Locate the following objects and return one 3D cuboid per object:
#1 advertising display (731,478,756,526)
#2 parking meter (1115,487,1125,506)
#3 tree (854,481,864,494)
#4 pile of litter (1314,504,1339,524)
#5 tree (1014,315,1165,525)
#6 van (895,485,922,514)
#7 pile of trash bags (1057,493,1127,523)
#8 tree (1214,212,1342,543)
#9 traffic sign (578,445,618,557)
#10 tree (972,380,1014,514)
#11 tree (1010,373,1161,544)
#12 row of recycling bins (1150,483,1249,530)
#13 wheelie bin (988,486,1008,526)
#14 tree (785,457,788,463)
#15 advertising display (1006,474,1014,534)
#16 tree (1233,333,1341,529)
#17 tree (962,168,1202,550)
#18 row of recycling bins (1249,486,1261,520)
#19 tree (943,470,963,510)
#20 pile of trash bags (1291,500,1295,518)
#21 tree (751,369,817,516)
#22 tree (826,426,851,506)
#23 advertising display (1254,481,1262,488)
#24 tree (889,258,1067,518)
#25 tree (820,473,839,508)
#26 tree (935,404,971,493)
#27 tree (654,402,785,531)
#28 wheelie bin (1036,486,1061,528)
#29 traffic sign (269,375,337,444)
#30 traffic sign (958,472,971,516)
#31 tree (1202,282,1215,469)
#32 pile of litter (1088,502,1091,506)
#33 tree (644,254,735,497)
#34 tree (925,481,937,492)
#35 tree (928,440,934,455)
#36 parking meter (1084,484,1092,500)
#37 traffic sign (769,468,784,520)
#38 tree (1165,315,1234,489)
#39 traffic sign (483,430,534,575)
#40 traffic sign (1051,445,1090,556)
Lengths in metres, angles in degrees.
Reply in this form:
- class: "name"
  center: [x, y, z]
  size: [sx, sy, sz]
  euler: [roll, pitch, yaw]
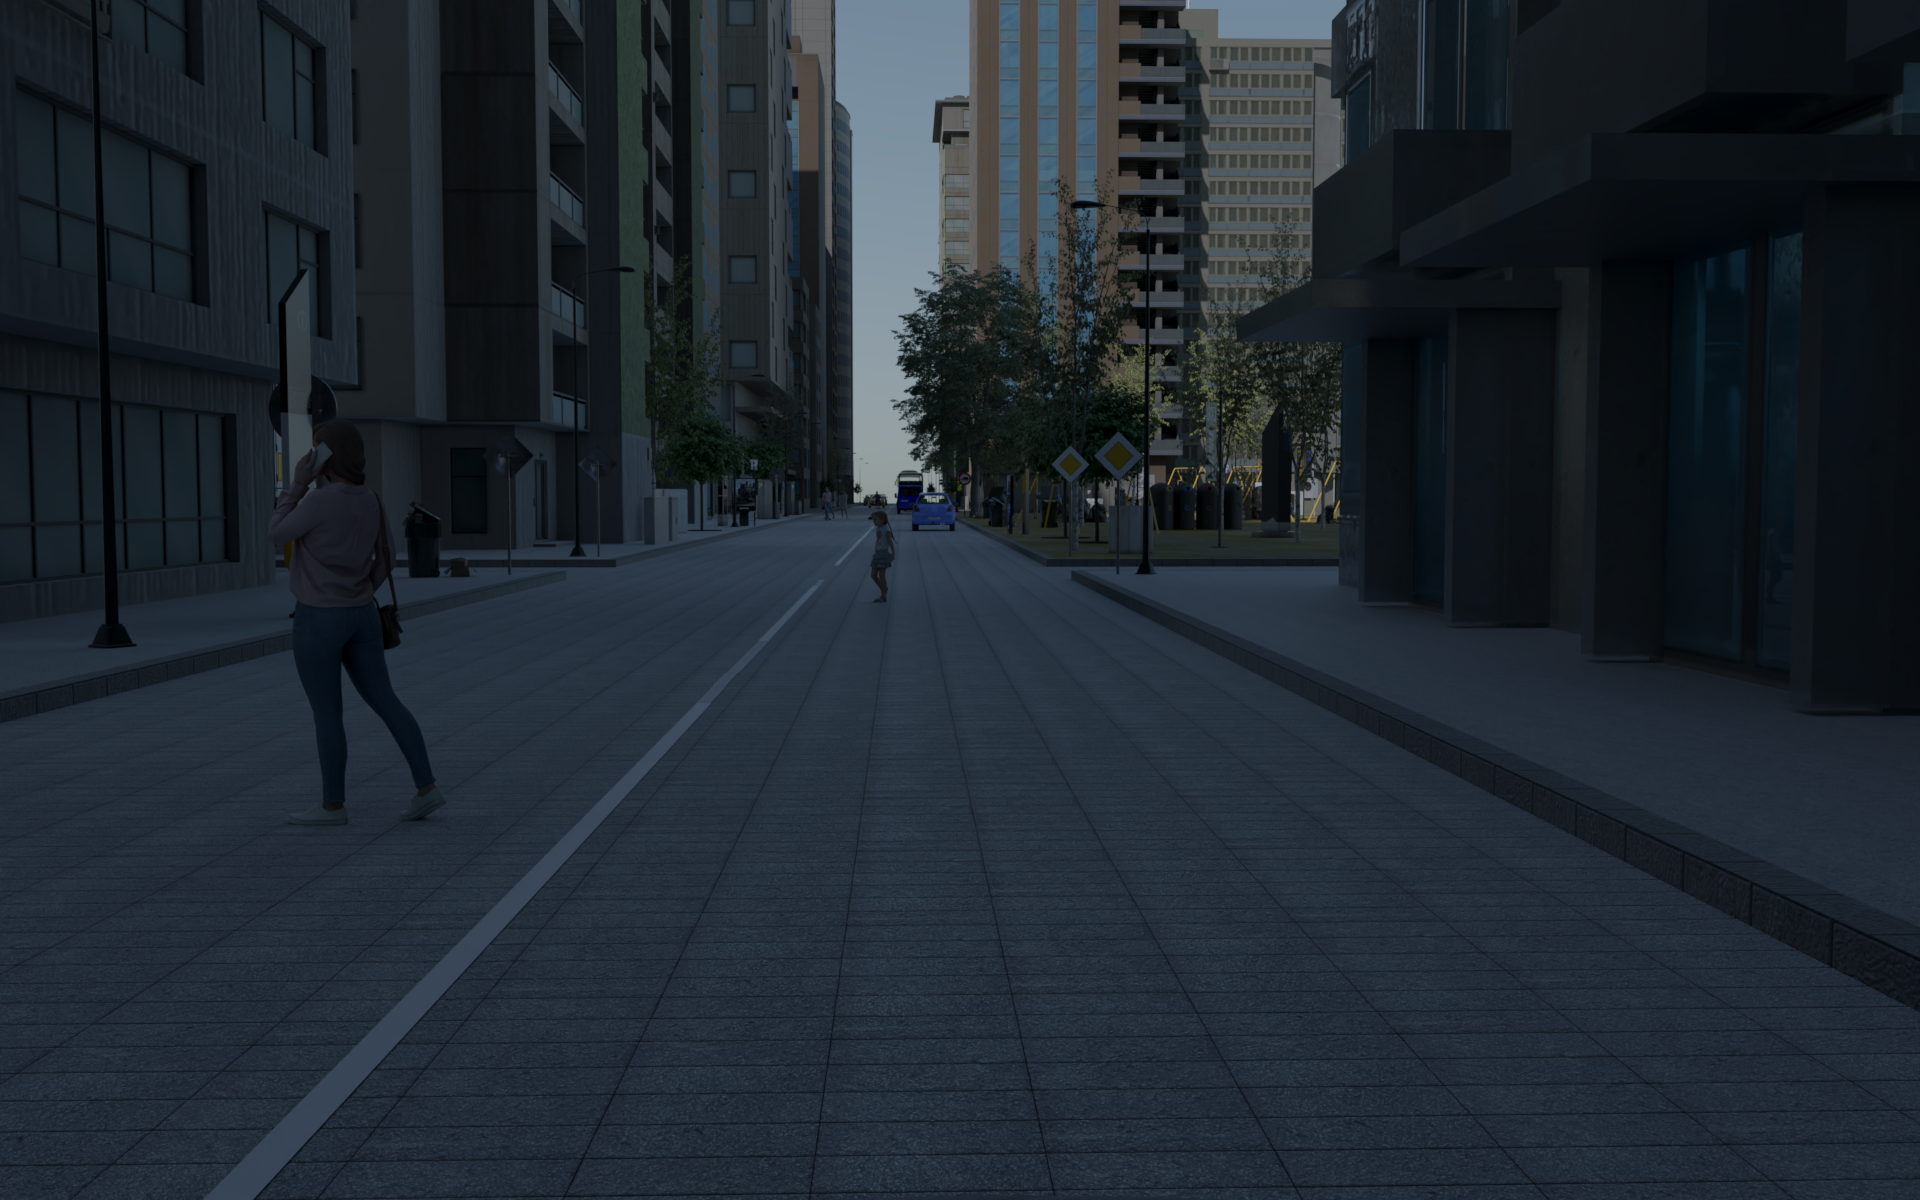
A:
- class: "advertising display"
  center: [-8.664, -3.927, 69.416]
  size: [0.974, 1.923, 0.123]
  euler: [-1, 4, -13]
- class: "parking meter"
  center: [5.721, -3.275, 61.957]
  size: [0.372, 1.533, 0.369]
  euler: [0, 3, 0]
- class: "tree"
  center: [-14.579, -15.506, 248.130]
  size: [1.663, 3.219, 1.824]
  euler: [0, 3, 0]
- class: "pile of litter"
  center: [16.151, -3.730, 74.951]
  size: [1.719, 0.858, 1.176]
  euler: [0, 4, -1]
- class: "tree"
  center: [5.206, -7.354, 70.607]
  size: [4.737, 8.622, 4.395]
  euler: [0, 3, 0]
- class: "van"
  center: [-3.620, -7.387, 125.156]
  size: [2.240, 2.365, 5.245]
  euler: [0, 4, -2]
- class: "pile of trash bags"
  center: [6.067, -4.203, 78.472]
  size: [3.447, 1.369, 1.912]
  euler: [-2, 4, -26]
- class: "tree"
  center: [8.883, -5.796, 45.128]
  size: [4.360, 8.622, 3.978]
  euler: [0, 3, 0]
- class: "traffic sign"
  center: [-7.376, -1.937, 35.316]
  size: [0.795, 2.450, 0.064]
  euler: [0, 4, -2]
- class: "tree"
  center: [3.800, -9.427, 104.495]
  size: [4.737, 8.622, 4.395]
  euler: [0, 3, 0]
- class: "tree"
  center: [3.150, -4.073, 50.301]
  size: [4.285, 4.588, 4.351]
  euler: [0, 3, 0]
- class: "row of recycling bins"
  center: [8.454, -3.377, 62.334]
  size: [3.534, 1.692, 1.069]
  euler: [-1, 4, -16]
- class: "wheelie bin"
  center: [1.530, -3.747, 69.175]
  size: [0.980, 1.594, 0.693]
  euler: [3, 4, 36]
- class: "tree"
  center: [-10.677, -6.575, 91.208]
  size: [4.285, 4.588, 4.351]
  euler: [0, 3, 0]
- class: "advertising display"
  center: [1.616, -3.102, 55.932]
  size: [0.123, 1.923, 0.974]
  euler: [0, 4, -5]
- class: "tree"
  center: [13.298, -6.973, 64.371]
  size: [4.737, 8.622, 4.395]
  euler: [0, 3, 0]
- class: "tree"
  center: [2.475, -5.445, 39.388]
  size: [4.360, 8.622, 3.978]
  euler: [0, 3, 0]
- class: "row of recycling bins"
  center: [13.640, -4.827, 86.042]
  size: [3.534, 1.692, 1.069]
  euler: [-1, 4, -9]
- class: "tree"
  center: [-0.593, -8.914, 140.342]
  size: [1.663, 3.219, 1.824]
  euler: [0, 3, 0]
- class: "pile of trash bags"
  center: [16.230, -5.074, 92.707]
  size: [3.447, 1.369, 1.912]
  euler: [-2, 4, -32]
- class: "tree"
  center: [-10.419, -9.250, 101.593]
  size: [4.360, 8.622, 3.978]
  euler: [0, 3, 0]
- class: "tree"
  center: [-13.497, -14.447, 186.572]
  size: [4.360, 8.622, 3.978]
  euler: [0, 3, 0]
- class: "advertising display"
  center: [15.465, -5.087, 88.378]
  size: [0.974, 1.923, 0.123]
  euler: [-1, 4, -8]
- class: "tree"
  center: [0.938, -11.476, 94.282]
  size: [9.857, 13.997, 8.962]
  euler: [0, 3, 0]
- class: "tree"
  center: [-11.960, -10.102, 159.772]
  size: [1.663, 3.219, 1.824]
  euler: [0, 3, 0]
- class: "tree"
  center: [1.610, -9.842, 111.273]
  size: [4.737, 8.622, 4.395]
  euler: [0, 3, 0]
- class: "tree"
  center: [-9.096, -4.687, 60.339]
  size: [4.285, 4.588, 4.351]
  euler: [0, 3, 0]
- class: "wheelie bin"
  center: [3.359, -3.553, 65.999]
  size: [0.980, 1.594, 0.693]
  euler: [0, 4, -4]
- class: "traffic sign"
  center: [-6.945, -1.113, 18.303]
  size: [0.768, 2.556, 0.104]
  euler: [0, 4, 8]
- class: "traffic sign"
  center: [0.271, -6.177, 101.100]
  size: [0.768, 2.556, 0.104]
  euler: [0, 4, -1]
- class: "tree"
  center: [8.747, -6.595, 58.189]
  size: [4.360, 8.622, 3.978]
  euler: [0, 3, 0]
- class: "pile of litter"
  center: [6.693, -4.934, 94.640]
  size: [1.176, 0.858, 1.719]
  euler: [0, 4, 0]
- class: "tree"
  center: [-9.063, -6.238, 52.354]
  size: [4.737, 8.622, 4.395]
  euler: [0, 3, 0]
- class: "tree"
  center: [-4.569, -16.440, 263.397]
  size: [1.663, 3.219, 1.824]
  euler: [0, 3, 0]
- class: "tree"
  center: [-1.704, -15.004, 195.672]
  size: [4.737, 8.622, 4.395]
  euler: [0, 3, 0]
- class: "parking meter"
  center: [7.184, -5.580, 96.942]
  size: [0.399, 1.863, 0.255]
  euler: [-1, 4, -8]
- class: "traffic sign"
  center: [-9.092, -5.247, 85.888]
  size: [0.768, 2.556, 0.104]
  euler: [0, 4, 4]
- class: "tree"
  center: [11.093, -7.469, 72.478]
  size: [4.737, 8.622, 4.395]
  euler: [0, 3, 0]
- class: "traffic sign"
  center: [-7.121, -1.449, 27.335]
  size: [0.795, 2.450, 0.064]
  euler: [0, 4, -2]
- class: "traffic sign"
  center: [2.264, -1.955, 35.603]
  size: [0.795, 2.450, 0.064]
  euler: [0, 4, -2]
